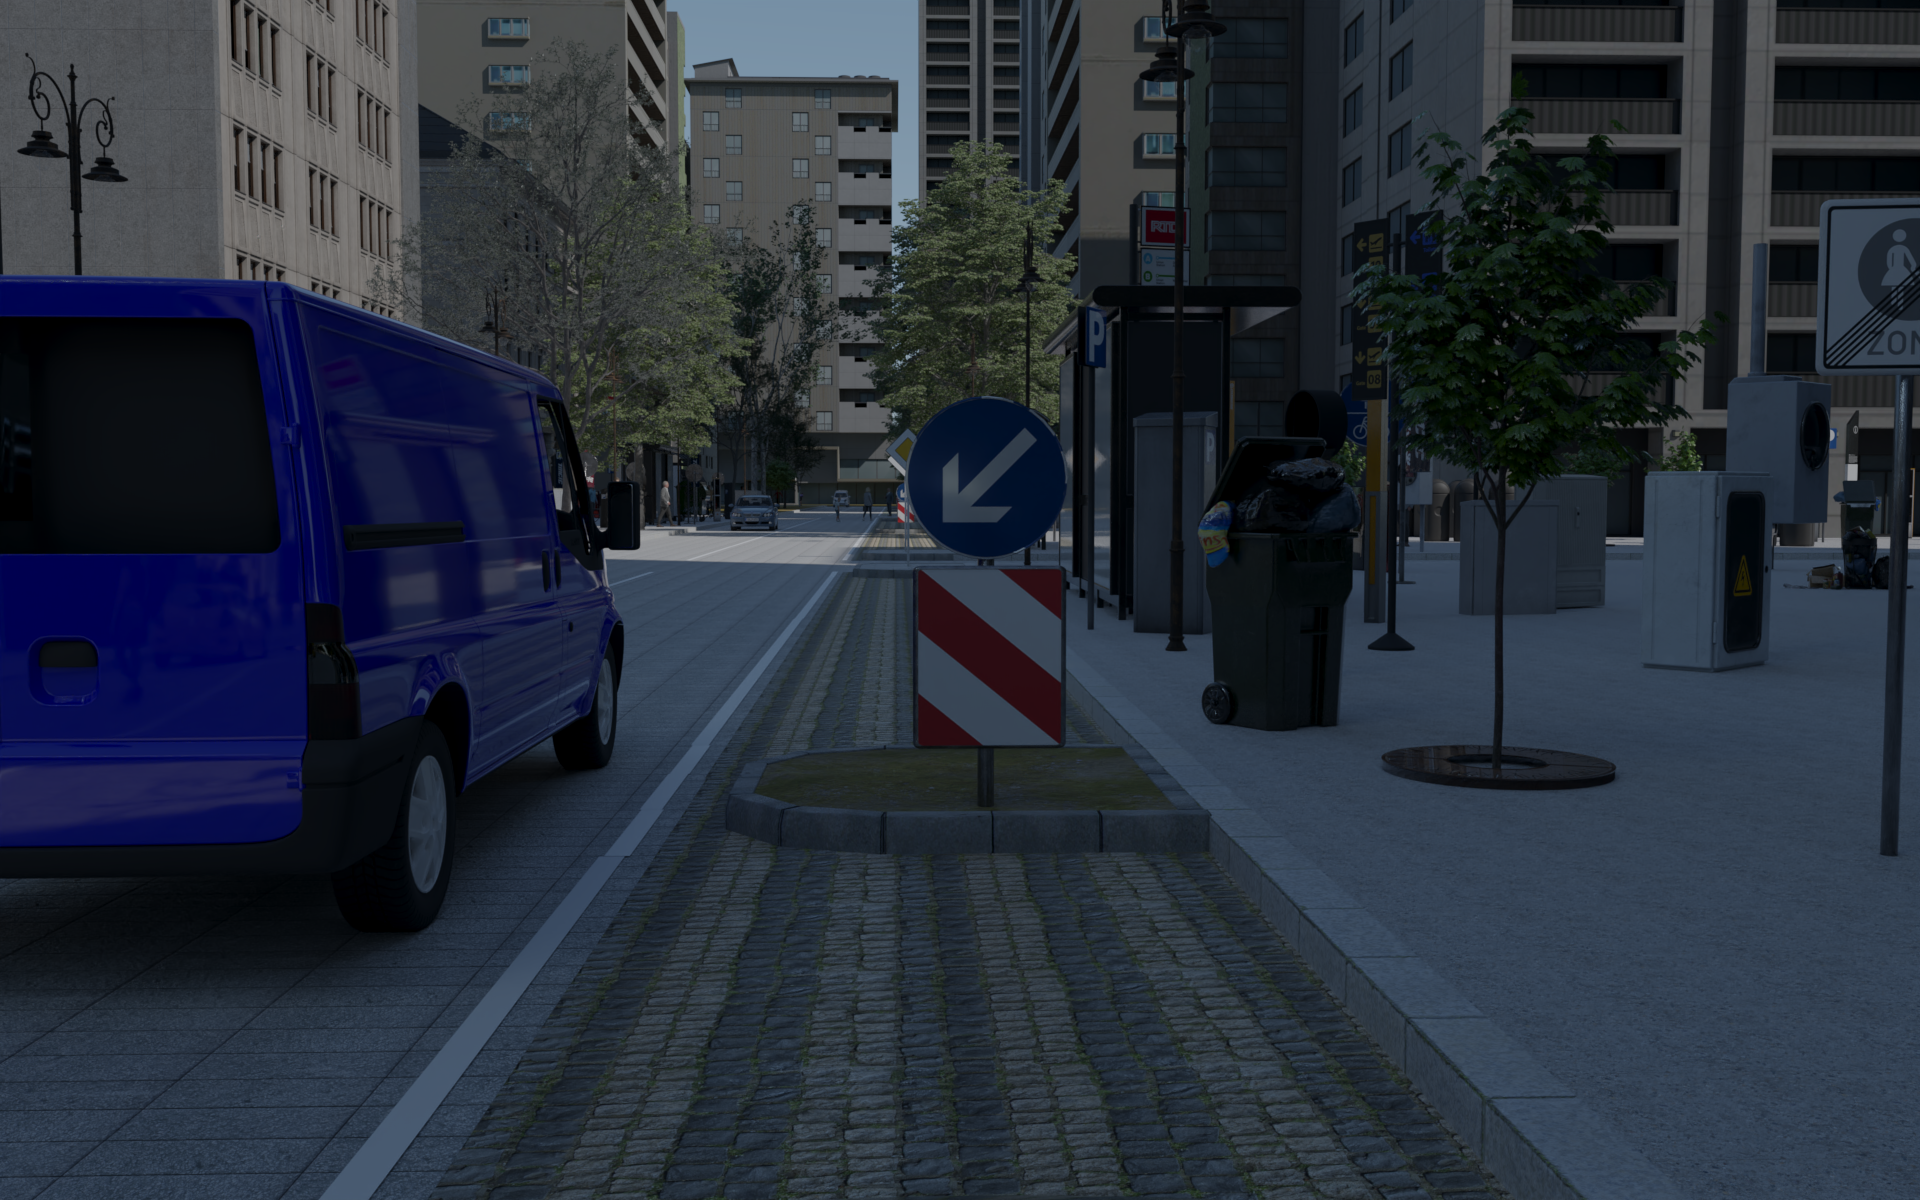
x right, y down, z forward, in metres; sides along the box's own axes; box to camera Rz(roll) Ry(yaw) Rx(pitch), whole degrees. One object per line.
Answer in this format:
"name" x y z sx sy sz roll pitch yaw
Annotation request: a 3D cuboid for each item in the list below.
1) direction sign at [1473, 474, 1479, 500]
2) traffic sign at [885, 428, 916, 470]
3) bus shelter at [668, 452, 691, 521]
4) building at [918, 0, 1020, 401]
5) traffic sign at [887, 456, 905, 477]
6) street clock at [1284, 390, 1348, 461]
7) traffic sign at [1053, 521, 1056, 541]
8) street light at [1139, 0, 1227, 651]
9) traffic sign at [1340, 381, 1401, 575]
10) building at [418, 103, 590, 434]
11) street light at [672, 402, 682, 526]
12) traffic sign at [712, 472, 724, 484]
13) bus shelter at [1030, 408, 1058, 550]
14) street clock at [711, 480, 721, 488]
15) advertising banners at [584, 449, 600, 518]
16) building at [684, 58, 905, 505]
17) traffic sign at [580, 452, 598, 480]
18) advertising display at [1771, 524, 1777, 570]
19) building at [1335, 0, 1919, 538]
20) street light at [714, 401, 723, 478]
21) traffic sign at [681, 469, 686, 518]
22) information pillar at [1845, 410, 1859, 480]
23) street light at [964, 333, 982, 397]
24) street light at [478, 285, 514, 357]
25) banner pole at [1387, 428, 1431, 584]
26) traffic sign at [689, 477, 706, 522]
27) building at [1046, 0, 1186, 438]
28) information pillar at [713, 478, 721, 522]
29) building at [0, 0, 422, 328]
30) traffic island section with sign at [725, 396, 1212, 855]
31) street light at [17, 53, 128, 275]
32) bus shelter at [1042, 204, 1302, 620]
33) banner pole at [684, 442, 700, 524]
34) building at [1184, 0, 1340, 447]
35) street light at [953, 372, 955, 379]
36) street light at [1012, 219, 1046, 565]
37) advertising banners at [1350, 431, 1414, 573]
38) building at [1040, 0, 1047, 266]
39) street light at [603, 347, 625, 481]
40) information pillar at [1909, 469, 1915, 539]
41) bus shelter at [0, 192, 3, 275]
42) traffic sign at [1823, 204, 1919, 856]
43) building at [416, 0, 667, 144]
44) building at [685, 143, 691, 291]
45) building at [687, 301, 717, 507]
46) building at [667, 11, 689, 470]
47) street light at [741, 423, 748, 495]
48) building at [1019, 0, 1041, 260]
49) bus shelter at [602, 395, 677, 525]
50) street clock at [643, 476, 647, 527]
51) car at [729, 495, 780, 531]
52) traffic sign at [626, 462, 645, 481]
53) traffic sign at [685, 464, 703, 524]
"direction sign" 6.748 -1.873 22.622 0.379 3.537 0.876 1 4 20
"traffic sign" -0.896 -1.735 30.552 0.795 2.593 0.064 0 4 -2
"bus shelter" -13.973 -5.508 83.985 2.014 3.302 5.546 0 4 -2
"building" 5.162 -47.514 215.103 20.611 71.187 20.563 0 4 -2
"traffic sign" -1.193 -2.223 38.531 0.795 2.593 0.064 0 4 -2
"street clock" 2.471 -0.460 12.085 0.358 2.002 0.471 -1 4 -21
"traffic sign" 2.562 -2.863 46.911 0.768 2.556 0.104 0 4 4
"street light" 1.773 -2.522 14.019 0.468 5.910 1.993 0 4 -2
"traffic sign" 4.421 -1.138 18.707 0.768 2.556 0.104 0 4 0
"building" -27.122 -14.412 86.542 10.553 20.767 40.483 0 4 -2
"street light" -11.415 -5.956 70.175 0.468 5.910 1.993 0 4 -2
"traffic sign" -14.139 -6.182 101.175 0.768 2.556 0.104 0 4 7
"bus shelter" 1.116 -2.945 42.076 2.014 3.302 5.546 0 4 -2
"street clock" -11.797 -4.852 83.900 0.471 2.002 0.358 3 5 40
"advertising banners" -15.134 -4.368 67.608 2.074 3.025 0.090 -3 4 -36
"building" -19.321 -38.506 218.804 27.495 52.752 28.713 0 4 -2
"traffic sign" -11.396 -3.216 52.695 0.768 2.556 0.104 0 4 6
"advertising display" 13.615 -1.467 29.192 0.123 1.923 0.974 3 4 37
"building" 25.583 -37.939 58.549 20.611 71.187 20.563 0 4 -2
"street light" -11.971 -6.902 85.640 0.468 5.910 1.993 0 4 -2
"traffic sign" -14.026 -5.326 87.194 0.768 2.556 0.104 0 4 6
"information pillar" 24.786 -3.474 48.162 0.504 3.616 0.183 -2 4 -33
"street light" 0.369 -4.717 49.906 0.468 5.910 1.993 0 4 -2
"street light" -10.281 -4.021 38.536 0.468 5.910 1.993 0 4 -2
"banner pole" 6.415 -2.110 24.514 0.401 3.779 0.863 -1 4 -20
"traffic sign" -11.988 -4.823 78.853 0.884 2.594 0.081 0 4 7
"building" 16.571 -29.205 101.203 21.300 48.544 21.600 0 4 -2
"information pillar" -11.348 -4.669 80.830 0.304 2.012 0.304 -1 4 -19
"building" -26.124 -14.529 55.573 12.078 24.808 19.932 0 4 -2
"traffic island section with sign" -0.023 0.051 7.793 1.989 1.847 2.006 0 4 -2
"street light" -9.537 -2.813 18.779 0.468 5.910 1.993 0 4 -2
"bus shelter" 2.246 -2.697 21.731 2.179 5.291 8.768 0 4 -2
"banner pole" -11.586 -5.197 74.981 0.401 3.779 0.863 3 5 43
"building" 16.688 -18.608 75.936 14.160 30.474 14.107 0 4 -2
"street light" -0.217 -5.692 65.859 0.468 5.910 1.993 0 4 -2
"street light" 1.155 -3.467 29.481 0.468 5.910 1.993 0 4 -2
"advertising banners" 6.919 -1.968 28.369 0.090 3.025 2.074 -1 4 -18
"building" 20.845 -33.547 137.740 28.713 52.752 27.495 0 4 -2
"street light" -10.861 -4.996 54.477 0.468 5.910 1.993 0 4 -2
"information pillar" 27.308 -2.782 49.978 0.304 2.012 0.304 1 4 13
"bus shelter" -11.778 -2.839 24.051 2.179 5.291 8.768 0 4 -2
"traffic sign" 3.301 -0.242 6.084 0.606 2.300 0.079 0 4 7
"building" -32.846 -30.562 123.393 21.300 48.544 21.600 0 4 -2
"building" -44.444 -36.174 215.151 21.600 48.544 21.300 0 4 -2
"building" -39.089 -19.605 165.586 28.899 21.520 27.650 0 4 -2
"building" -30.277 -28.052 142.239 14.154 41.232 14.086 0 4 -2
"street light" -12.636 -7.882 101.657 0.468 5.910 1.993 0 4 -2
"building" 16.167 -38.139 165.569 21.231 58.520 28.212 0 4 -2
"bus shelter" -13.472 -5.818 72.761 2.179 5.291 8.768 0 4 -2
"street clock" -12.429 -3.870 67.848 0.358 2.002 0.471 -1 4 -19
"car" -8.175 -3.488 69.032 2.014 1.417 4.499 0 4 -4
"traffic sign" -12.806 -4.176 68.385 0.768 2.556 0.104 0 4 1
"traffic sign" -11.198 -4.458 72.994 0.768 2.556 0.104 0 4 5
